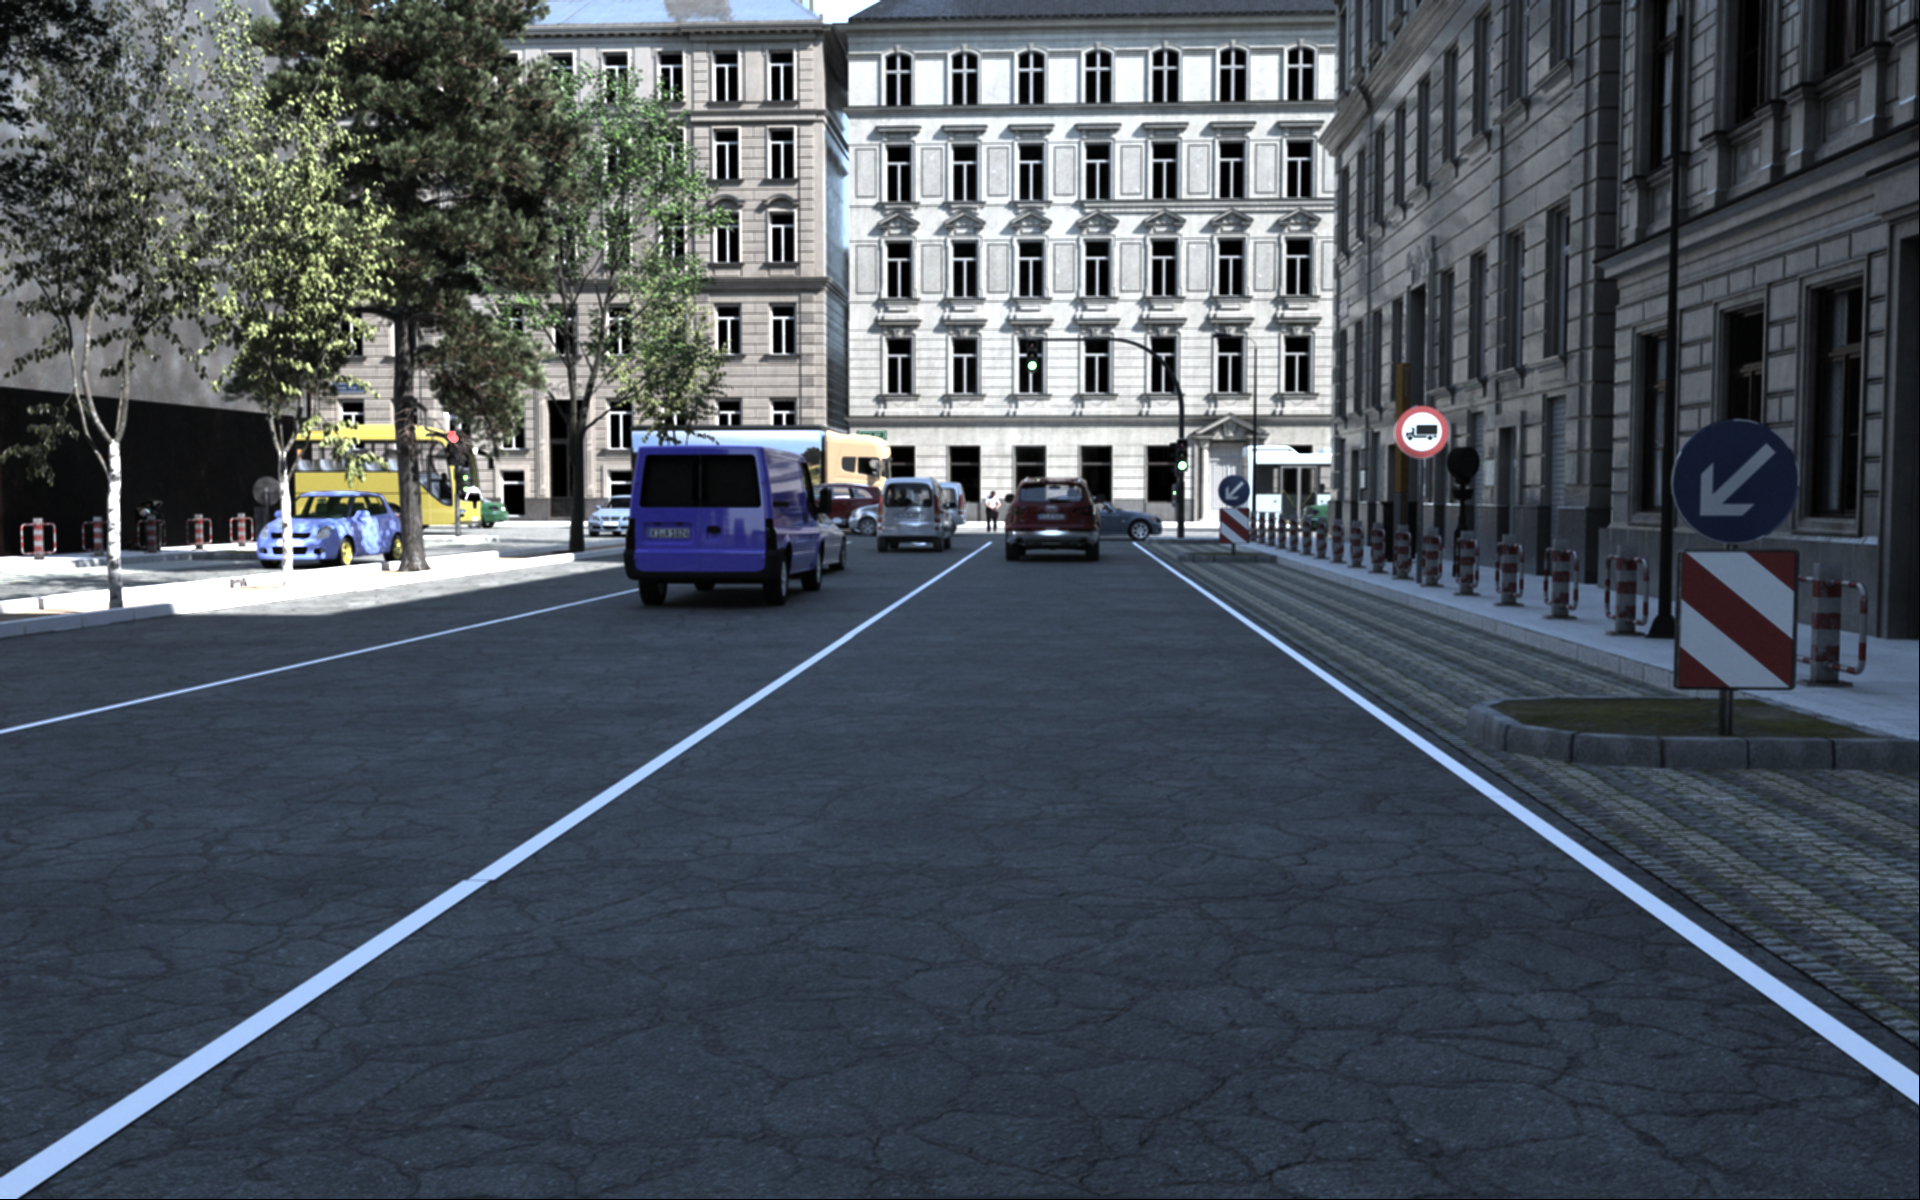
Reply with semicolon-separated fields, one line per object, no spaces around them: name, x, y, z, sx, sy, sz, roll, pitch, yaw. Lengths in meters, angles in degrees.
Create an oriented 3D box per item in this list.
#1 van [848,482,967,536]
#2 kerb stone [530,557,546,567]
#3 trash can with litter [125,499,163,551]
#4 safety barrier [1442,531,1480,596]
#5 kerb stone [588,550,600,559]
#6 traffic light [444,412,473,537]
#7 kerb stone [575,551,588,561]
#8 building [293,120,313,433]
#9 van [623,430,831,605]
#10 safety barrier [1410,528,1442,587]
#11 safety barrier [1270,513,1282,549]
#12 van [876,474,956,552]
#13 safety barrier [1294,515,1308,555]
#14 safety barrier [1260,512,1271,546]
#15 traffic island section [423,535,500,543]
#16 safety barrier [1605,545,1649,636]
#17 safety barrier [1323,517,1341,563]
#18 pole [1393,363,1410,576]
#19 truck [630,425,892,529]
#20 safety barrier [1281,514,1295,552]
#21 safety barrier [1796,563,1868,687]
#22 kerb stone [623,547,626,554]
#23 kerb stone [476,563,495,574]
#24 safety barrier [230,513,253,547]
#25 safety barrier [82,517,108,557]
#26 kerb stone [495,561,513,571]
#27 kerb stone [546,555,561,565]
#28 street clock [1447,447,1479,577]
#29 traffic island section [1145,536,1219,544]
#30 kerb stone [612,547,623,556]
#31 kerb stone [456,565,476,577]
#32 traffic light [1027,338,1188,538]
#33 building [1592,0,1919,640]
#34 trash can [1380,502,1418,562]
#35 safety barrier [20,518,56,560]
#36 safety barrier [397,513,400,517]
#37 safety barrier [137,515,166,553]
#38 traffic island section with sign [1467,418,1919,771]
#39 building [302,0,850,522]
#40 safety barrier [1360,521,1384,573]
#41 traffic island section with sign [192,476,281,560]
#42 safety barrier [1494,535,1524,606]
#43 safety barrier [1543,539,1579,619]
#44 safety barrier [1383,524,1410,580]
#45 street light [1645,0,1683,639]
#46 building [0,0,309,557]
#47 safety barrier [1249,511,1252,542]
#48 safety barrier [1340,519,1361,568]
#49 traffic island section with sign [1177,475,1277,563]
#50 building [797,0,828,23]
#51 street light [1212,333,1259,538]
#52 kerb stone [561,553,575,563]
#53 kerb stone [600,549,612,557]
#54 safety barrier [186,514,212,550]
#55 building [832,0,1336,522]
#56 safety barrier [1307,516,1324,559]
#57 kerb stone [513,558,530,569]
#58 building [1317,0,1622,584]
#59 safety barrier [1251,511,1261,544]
van;-1.815;-3.225;59.741;4.112;2.044;2.013;0;4;3
kerb stone;-8.511;-0.752;34.498;0.120;0.150;1.000;0;4;3
trash can with litter;-18.521;-1.699;39.173;1.055;1.170;0.624;2;4;32
safety barrier;6.415;-0.467;21.917;0.300;0.817;1.120;0;4;3
kerb stone;-8.267;-1.003;38.602;0.120;0.150;1.000;0;4;3
traffic light;-15.005;-3.841;51.723;0.839;4.253;0.868;0;4;3
kerb stone;-8.331;-0.941;37.579;0.120;0.150;1.000;0;4;3
building;-39.703;-14.090;85.126;16.860;20.320;10.420;0;4;3
van;-3.101;-1.201;24.022;2.240;2.365;5.245;0;4;3
safety barrier;6.538;-0.594;23.985;0.300;0.817;1.120;0;4;3
safety barrier;7.530;-1.603;40.480;0.300;0.817;1.120;0;4;3
van;-1.134;-2.279;44.271;2.013;2.044;4.112;0;4;4
safety barrier;7.287;-1.351;36.361;0.300;0.817;1.120;0;4;3
safety barrier;7.656;-1.729;42.540;0.300;0.817;1.120;0;4;3
traffic island section;-15.044;-1.809;51.860;2.009;0.180;2.903;0;4;3
safety barrier;6.045;-0.088;15.716;0.300;0.817;1.120;0;4;3
safety barrier;7.034;-1.098;32.233;0.300;0.817;1.120;0;4;3
pole;6.917;-2.036;27.140;0.158;3.312;0.155;0;3;0
truck;-7.771;-5.053;71.533;11.283;4.237;2.839;0;4;4
safety barrier;7.407;-1.477;38.420;0.300;0.817;1.120;0;4;3
safety barrier;5.795;0.164;11.588;0.300;0.817;1.120;0;4;3
kerb stone;-8.082;-1.191;41.676;0.120;0.150;1.000;0;4;3
kerb stone;-8.705;-0.562;31.415;0.120;0.150;1.000;0;4;3
safety barrier;-17.327;-1.682;41.775;0.300;0.817;1.120;0;4;3
safety barrier;-17.699;-1.303;35.575;0.300;0.817;1.120;0;4;3
kerb stone;-8.637;-0.623;32.440;0.120;0.150;1.000;0;4;3
kerb stone;-8.449;-0.815;35.528;0.120;0.150;1.000;0;4;3
street clock;7.757;-1.356;26.741;0.471;2.002;0.358;-2;4;-31
traffic island section;6.458;-1.730;50.567;2.009;0.180;2.903;0;4;3
kerb stone;-8.146;-1.129;40.649;0.120;0.150;1.000;0;4;3
kerb stone;-8.764;-0.501;30.392;0.120;0.150;1.000;0;4;3
traffic light;4.325;-4.634;50.439;4.771;5.953;1.251;0;4;3
building;12.886;-9.125;13.816;10.561;19.102;19.286;0;4;3
trash can;8.316;-1.292;32.782;0.748;1.137;0.748;0;3;0
safety barrier;-17.825;-1.176;33.507;0.300;0.817;1.120;0;4;3
safety barrier;-16.701;-2.314;52.107;0.300;0.817;1.120;0;4;3
safety barrier;-17.573;-1.430;37.656;0.300;0.817;1.120;0;4;3
traffic island section with sign;4.023;-0.078;9.911;1.989;1.847;2.006;0;4;3
building;-17.939;-17.612;85.215;25.104;27.353;12.463;0;4;3
safety barrier;6.786;-0.846;28.104;0.300;0.817;1.120;0;4;3
traffic island section with sign;-15.535;-1.812;38.262;1.989;1.847;2.006;0;4;3
safety barrier;6.296;-0.341;19.852;0.300;0.817;1.120;0;4;3
safety barrier;6.167;-0.214;17.781;0.300;0.817;1.120;0;4;3
safety barrier;6.663;-0.720;26.044;0.300;0.817;1.120;0;4;3
street light;5.767;-2.619;15.366;1.470;5.913;1.316;0;4;3
building;-27.271;-10.760;43.381;16.811;18.784;16.820;0;4;3
safety barrier;7.904;-1.981;46.659;0.300;0.817;1.120;0;4;3
safety barrier;6.912;-0.972;30.169;0.300;0.817;1.120;0;4;3
traffic island section with sign;5.645;-1.724;36.817;1.989;1.847;2.006;0;4;3
building;-23.053;-33.045;159.896;23.786;49.044;30.456;0;4;3
street light;7.992;-4.747;50.162;1.470;5.913;1.316;0;4;3
kerb stone;-8.381;-0.878;36.551;0.120;0.150;1.000;0;4;3
kerb stone;-8.205;-1.066;39.625;0.120;0.150;1.000;0;4;3
safety barrier;-17.449;-1.556;39.716;0.300;0.817;1.120;0;4;3
building;16.768;-18.909;85.579;44.131;29.872;17.030;0;4;3
safety barrier;7.156;-1.224;34.293;0.300;0.817;1.120;0;4;3
kerb stone;-8.573;-0.690;33.471;0.120;0.150;1.000;0;4;3
building;15.266;-14.578;35.616;12.463;27.353;25.104;0;4;3
safety barrier;7.780;-1.855;44.599;0.300;0.817;1.120;0;4;3
